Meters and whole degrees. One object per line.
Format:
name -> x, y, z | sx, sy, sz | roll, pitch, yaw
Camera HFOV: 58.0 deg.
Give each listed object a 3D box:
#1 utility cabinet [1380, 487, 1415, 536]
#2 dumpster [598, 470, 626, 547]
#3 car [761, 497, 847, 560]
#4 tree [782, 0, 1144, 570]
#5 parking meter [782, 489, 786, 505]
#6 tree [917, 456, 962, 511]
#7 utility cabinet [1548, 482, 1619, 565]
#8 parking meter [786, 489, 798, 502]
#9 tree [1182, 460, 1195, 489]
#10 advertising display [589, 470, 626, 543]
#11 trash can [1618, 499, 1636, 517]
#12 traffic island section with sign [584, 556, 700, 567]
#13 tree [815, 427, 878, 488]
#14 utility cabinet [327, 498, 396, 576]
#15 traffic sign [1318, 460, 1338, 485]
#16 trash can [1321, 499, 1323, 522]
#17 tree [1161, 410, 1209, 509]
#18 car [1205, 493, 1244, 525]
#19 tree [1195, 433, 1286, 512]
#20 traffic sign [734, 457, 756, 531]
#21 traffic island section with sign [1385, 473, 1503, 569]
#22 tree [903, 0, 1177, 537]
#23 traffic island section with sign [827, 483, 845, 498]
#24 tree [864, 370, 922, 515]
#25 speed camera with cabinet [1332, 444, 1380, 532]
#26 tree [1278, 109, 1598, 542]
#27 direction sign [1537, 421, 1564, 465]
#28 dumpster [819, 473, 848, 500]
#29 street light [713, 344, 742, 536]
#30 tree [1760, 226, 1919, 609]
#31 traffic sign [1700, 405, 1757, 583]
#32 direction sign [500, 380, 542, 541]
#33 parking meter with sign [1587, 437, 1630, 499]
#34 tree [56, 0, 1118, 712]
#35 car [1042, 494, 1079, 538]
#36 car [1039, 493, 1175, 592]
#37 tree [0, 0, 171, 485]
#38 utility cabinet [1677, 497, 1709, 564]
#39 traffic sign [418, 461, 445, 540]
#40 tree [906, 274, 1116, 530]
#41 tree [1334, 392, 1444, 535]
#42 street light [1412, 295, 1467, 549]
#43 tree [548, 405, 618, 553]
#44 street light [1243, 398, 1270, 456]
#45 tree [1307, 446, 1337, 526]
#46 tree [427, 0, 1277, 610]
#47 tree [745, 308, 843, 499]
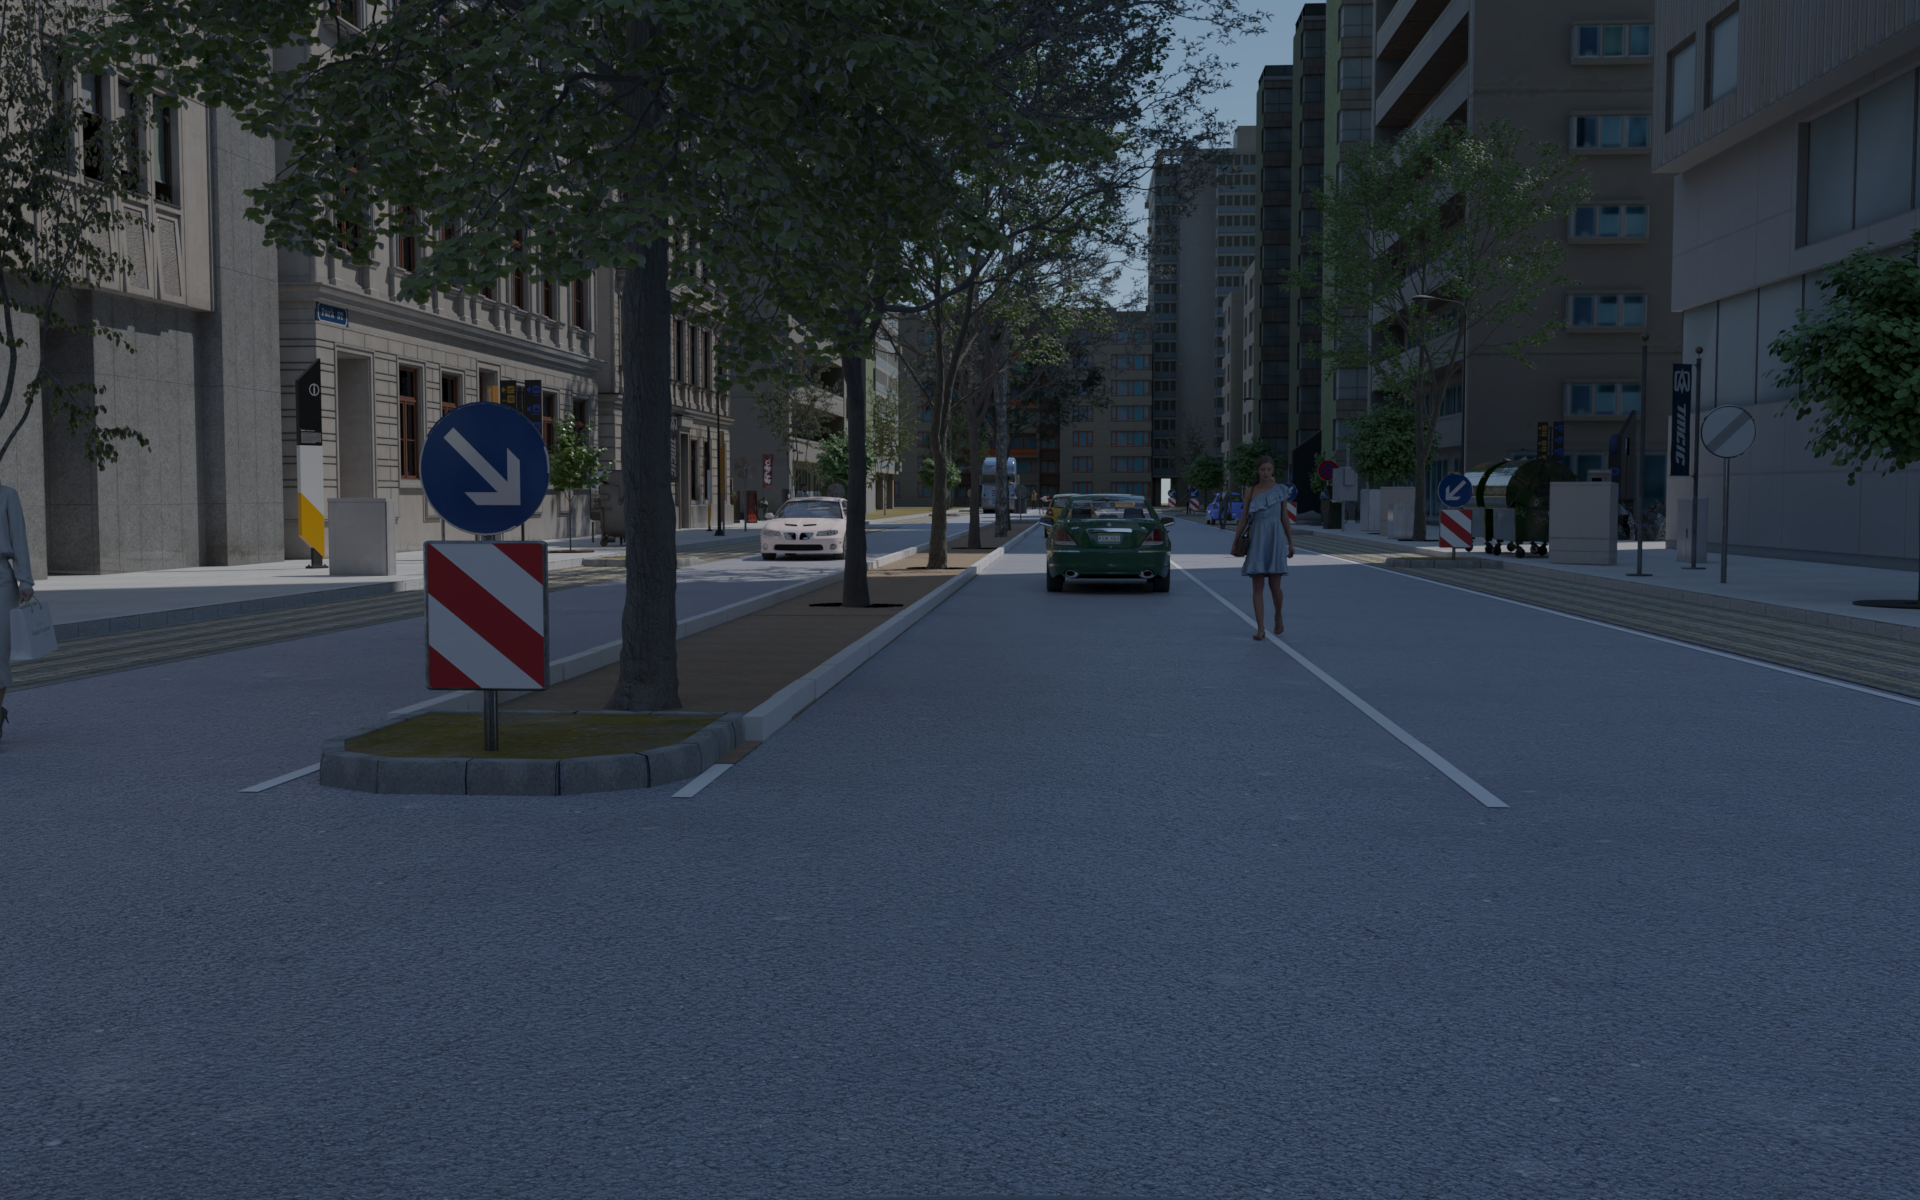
utility cabinet -> 13.372, -2.684, 52.560 | 1.173, 1.500, 0.318 | 2, 4, 32
dumpster -> -8.154, -2.270, 42.870 | 1.264, 1.857, 1.865 | 0, 4, 4
car -> -3.295, -1.647, 39.293 | 2.083, 1.381, 4.827 | 0, 4, 4
tree -> -0.321, -6.373, 32.405 | 9.928, 11.665, 9.643 | 0, 3, 0
parking meter -> -8.210, -4.483, 81.701 | 0.372, 1.533, 0.369 | 0, 3, 0
tree -> -1.467, -10.175, 150.082 | 4.285, 4.588, 4.351 | 0, 3, 0
utility cabinet -> 11.334, -1.395, 31.483 | 0.318, 1.500, 1.173 | -3, 5, -42
parking meter -> -7.569, -4.323, 79.098 | 0.372, 1.533, 0.369 | 0, 3, 0
tree -> 18.030, -8.746, 126.713 | 4.285, 4.588, 4.351 | 0, 3, 0
advertising display -> -9.302, -2.482, 45.788 | 0.974, 1.923, 0.123 | 0, 4, 3
trash can -> 19.384, -2.388, 50.701 | 0.748, 1.137, 0.748 | 0, 3, 0
traffic island section with sign -> -6.309, -1.596, 34.718 | 1.989, 1.847, 2.006 | 0, 4, 4
tree -> -5.612, -6.176, 84.685 | 4.285, 4.588, 4.351 | 0, 3, 0
utility cabinet -> -9.427, -0.988, 27.319 | 1.020, 1.237, 0.306 | 1, 4, 12
traffic sign -> 13.913, -4.002, 65.534 | 0.768, 2.556, 0.104 | 0, 4, 6
trash can -> 16.427, -4.081, 78.370 | 0.748, 1.137, 0.748 | 0, 3, 0
tree -> 19.479, -12.083, 147.923 | 4.360, 8.622, 3.978 | 0, 3, 0
car -> 12.449, -4.364, 80.936 | 1.945, 1.707, 3.694 | 0, 4, 3
tree -> 15.619, -6.642, 92.314 | 4.285, 4.588, 4.351 | 0, 3, 0
traffic sign -> -7.371, -3.629, 59.433 | 0.768, 2.556, 0.104 | 0, 4, 8
traffic island section with sign -> 9.457, -1.554, 34.037 | 1.989, 1.847, 2.006 | 0, 4, 4
tree -> 0.209, -12.182, 57.529 | 12.611, 20.169, 13.585 | 0, 3, 0
traffic island section with sign -> -4.427, -3.247, 61.719 | 1.989, 1.847, 2.006 | 0, 4, 4
tree -> -4.429, -9.390, 103.894 | 4.737, 8.622, 4.395 | 0, 3, 0
speed camera with cabinet -> 13.798, -3.971, 59.266 | 2.038, 3.252, 0.660 | -1, 4, -15
tree -> 12.640, -7.395, 46.671 | 9.928, 11.665, 9.643 | 0, 3, 0
direction sign -> 18.459, -3.805, 54.202 | 0.379, 3.537, 0.876 | -3, 5, -44
dumpster -> -5.600, -4.670, 78.843 | 1.502, 2.255, 1.985 | 0, 4, 4
street light -> -6.823, -4.906, 52.753 | 1.470, 5.913, 1.316 | 0, 4, 4
tree -> 11.037, -2.207, 19.796 | 4.285, 4.588, 4.351 | 0, 3, 0
traffic sign -> 10.989, -1.513, 24.851 | 0.768, 2.556, 0.104 | 1, 4, 10
direction sign -> -8.705, -2.594, 34.414 | 0.876, 3.537, 0.379 | 1, 4, 11
parking meter with sign -> 19.806, -3.515, 53.735 | 1.738, 3.016, 0.543 | 1, 4, 17
tree -> -2.151, -5.565, 11.576 | 7.486, 12.596, 7.792 | 0, 3, 0
car -> 3.706, -2.901, 57.663 | 2.015, 1.641, 3.980 | 0, 4, 5
car -> 2.274, -0.915, 26.754 | 2.131, 1.459, 4.920 | 0, 4, 4
tree -> -10.468, -4.171, 18.553 | 4.360, 8.622, 3.978 | 0, 3, 0
utility cabinet -> 13.702, -1.301, 32.430 | 0.306, 1.237, 1.020 | 1, 4, 8
traffic sign -> -8.869, -1.815, 29.686 | 0.884, 2.594, 0.081 | 1, 4, 9
tree -> 1.918, -8.015, 67.914 | 8.767, 10.594, 7.601 | 0, 4, 4
tree -> 13.684, -4.376, 55.269 | 4.285, 4.588, 4.351 | 0, 3, 0
street light -> 11.260, -4.164, 40.618 | 1.470, 5.913, 1.316 | 0, 4, 4
tree -> -8.558, -2.639, 37.752 | 1.663, 3.219, 1.824 | 0, 3, 0
street light -> 14.318, -6.785, 83.471 | 1.470, 5.913, 1.316 | 0, 4, 4
tree -> 14.592, -4.605, 69.897 | 1.663, 3.219, 1.824 | 0, 3, 0
tree -> -1.292, -6.637, 21.340 | 12.009, 13.543, 11.850 | 0, 3, 0
tree -> -6.562, -7.186, 67.854 | 4.360, 8.622, 3.978 | 0, 3, 0
